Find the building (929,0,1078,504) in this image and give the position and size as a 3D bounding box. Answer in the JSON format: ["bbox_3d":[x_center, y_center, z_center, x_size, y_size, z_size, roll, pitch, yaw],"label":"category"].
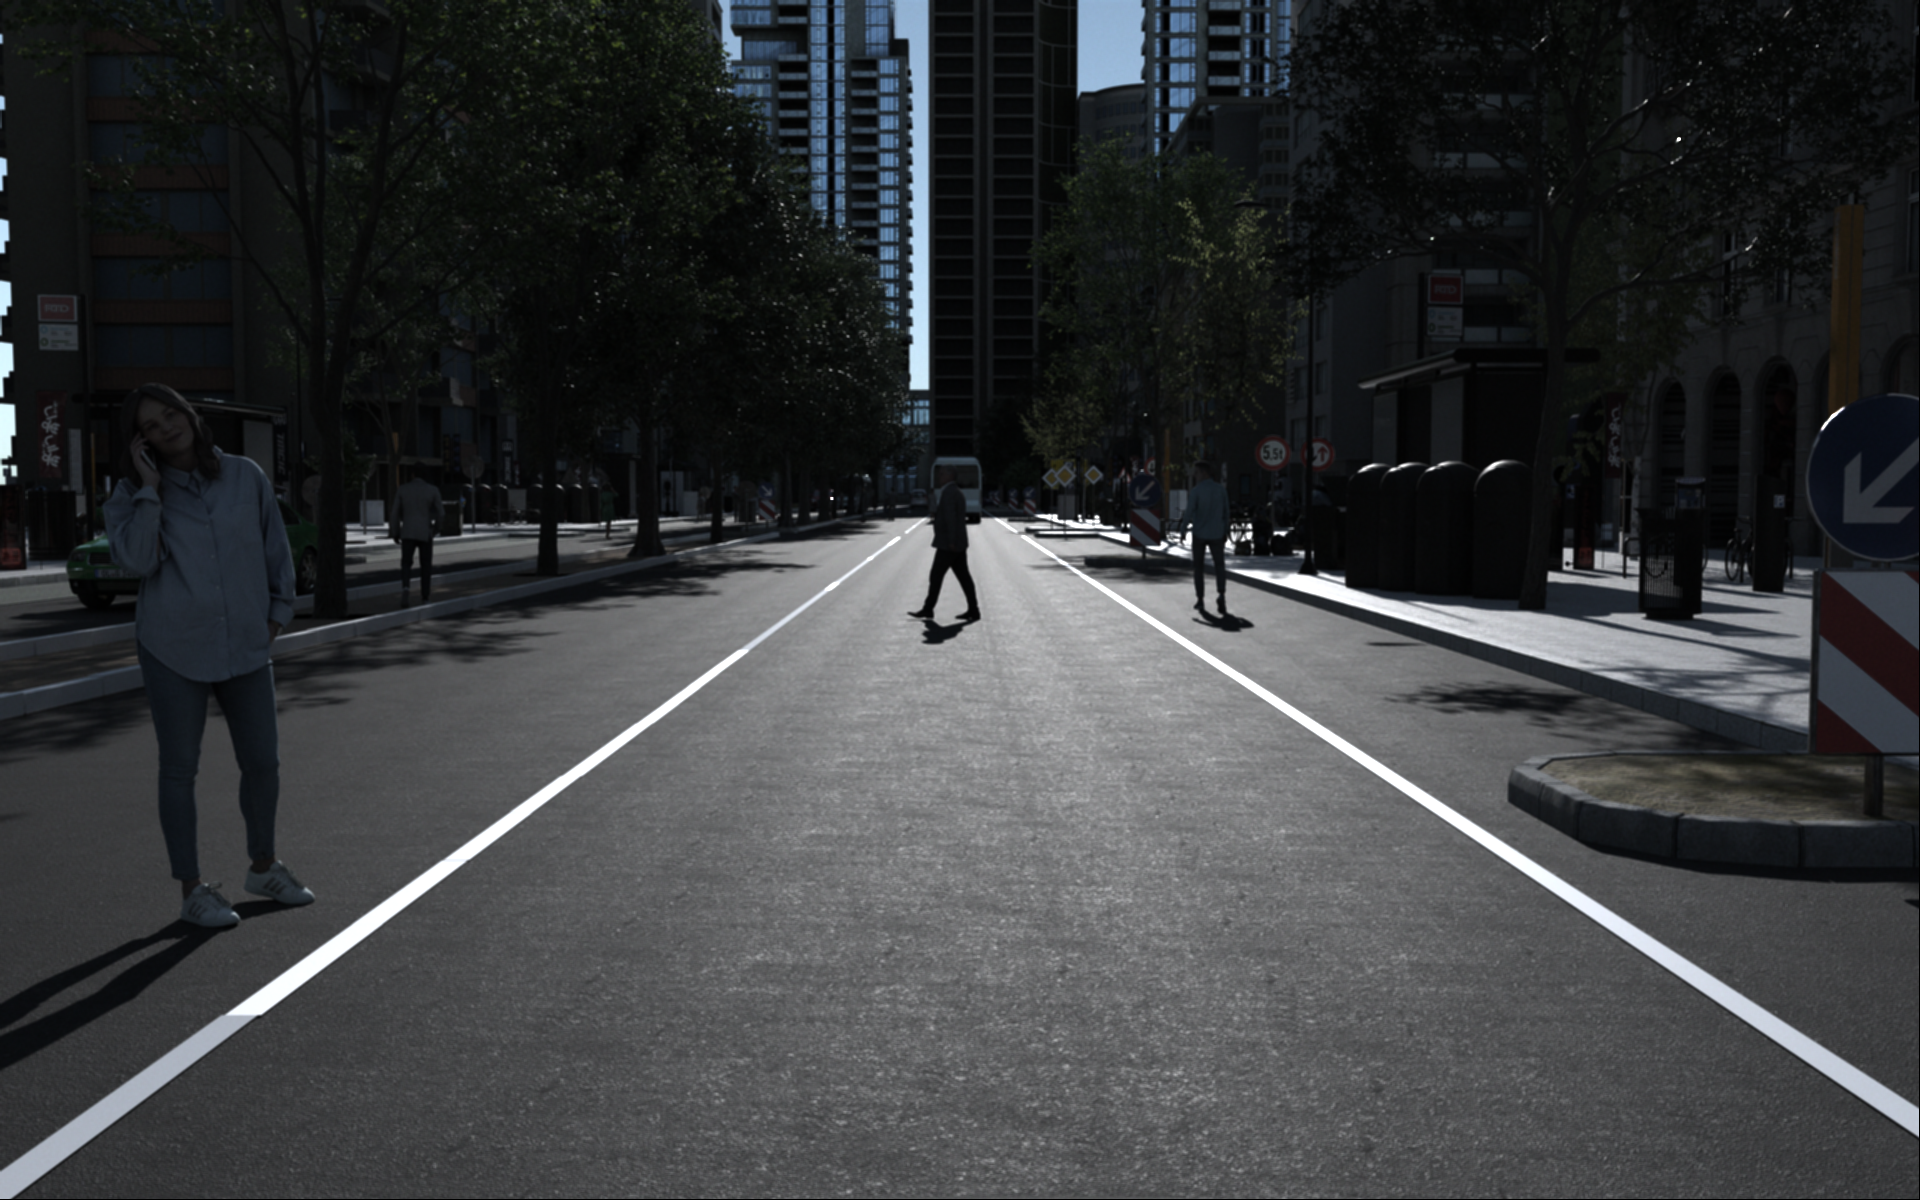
[{"bbox_3d":[6.066,-49.248,243.454,20.611,71.187,20.563,0,3,0],"label":"building"}]

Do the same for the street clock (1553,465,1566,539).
[{"bbox_3d":[15.148,-2.381,43.503,0.471,2.002,0.358,2,4,30],"label":"street clock"}]

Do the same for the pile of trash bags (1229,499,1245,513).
[{"bbox_3d":[12.275,-4.307,80.170,1.912,1.369,3.447,-3,4,-36],"label":"pile of trash bags"}]

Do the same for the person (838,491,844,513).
[{"bbox_3d":[-8.992,-7.440,130.481,0.374,1.781,0.599,-2,4,-34],"label":"person"}]

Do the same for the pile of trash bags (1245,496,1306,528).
[{"bbox_3d":[12.988,-3.466,66.415,3.447,1.369,1.912,0,4,-7],"label":"pile of trash bags"}]

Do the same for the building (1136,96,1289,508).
[{"bbox_3d":[32.767,-28.765,162.192,32.217,40.220,23.993,0,3,0],"label":"building"}]

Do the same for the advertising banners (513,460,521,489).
[{"bbox_3d":[-22.613,-5.773,90.577,0.090,3.025,2.074,2,4,30],"label":"advertising banners"}]

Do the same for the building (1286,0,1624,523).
[{"bbox_3d":[23.701,-24.348,81.678,14.086,41.232,14.154,0,3,0],"label":"building"}]

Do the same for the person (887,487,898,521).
[{"bbox_3d":[-3.646,-5.206,93.823,0.606,1.804,0.583,0,4,-3],"label":"person"}]

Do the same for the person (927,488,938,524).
[{"bbox_3d":[-1.303,-4.565,83.892,0.466,1.731,0.760,-3,5,-42],"label":"person"}]

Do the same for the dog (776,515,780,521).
[{"bbox_3d":[-8.975,-4.141,86.996,0.540,0.507,0.406,-3,4,-36],"label":"dog"}]

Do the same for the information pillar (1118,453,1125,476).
[{"bbox_3d":[9.179,-6.536,98.224,0.504,3.616,0.183,3,4,36],"label":"information pillar"}]

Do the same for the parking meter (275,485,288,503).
[{"bbox_3d":[-19.581,-2.542,49.968,0.372,1.533,0.369,0,3,0],"label":"parking meter"}]

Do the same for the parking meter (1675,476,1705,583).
[{"bbox_3d":[10.167,-0.962,24.148,0.372,1.533,0.369,0,3,0],"label":"parking meter"}]

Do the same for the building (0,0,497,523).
[{"bbox_3d":[-35.874,-26.581,89.228,22.147,44.769,28.867,0,3,0],"label":"building"}]

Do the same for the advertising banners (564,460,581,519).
[{"bbox_3d":[-20.011,-5.575,87.335,2.074,3.025,0.090,0,4,-8],"label":"advertising banners"}]

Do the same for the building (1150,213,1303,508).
[{"bbox_3d":[28.747,-16.890,121.198,27.650,21.520,28.899,0,3,0],"label":"building"}]

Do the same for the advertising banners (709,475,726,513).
[{"bbox_3d":[-16.832,-7.429,117.656,2.074,3.025,0.090,0,4,1],"label":"advertising banners"}]

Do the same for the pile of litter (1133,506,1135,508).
[{"bbox_3d":[12.178,-6.830,125.638,1.176,0.858,1.719,2,4,33],"label":"pile of litter"}]

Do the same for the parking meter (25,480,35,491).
[{"bbox_3d":[-39.520,-4.152,73.600,0.399,1.863,0.255,-2,4,-30],"label":"parking meter"}]

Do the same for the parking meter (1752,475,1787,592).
[{"bbox_3d":[10.644,-0.878,22.773,0.372,1.533,0.369,0,3,0],"label":"parking meter"}]

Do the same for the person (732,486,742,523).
[{"bbox_3d":[-11.122,-4.811,86.963,0.655,1.846,0.447,-1,4,-17],"label":"person"}]

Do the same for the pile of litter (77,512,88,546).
[{"bbox_3d":[-21.484,-1.700,41.767,1.176,0.858,1.719,-2,4,-29],"label":"pile of litter"}]

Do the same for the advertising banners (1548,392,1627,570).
[{"bbox_3d":[10.620,-2.035,29.466,2.074,3.025,0.090,-2,4,-29],"label":"advertising banners"}]

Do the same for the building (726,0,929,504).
[{"bbox_3d":[-19.740,-56.967,244.074,31.000,86.520,22.319,0,3,0],"label":"building"}]

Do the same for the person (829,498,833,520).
[{"bbox_3d":[-7.195,-4.979,94.926,0.505,1.210,0.382,1,4,13],"label":"person"}]

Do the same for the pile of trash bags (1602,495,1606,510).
[{"bbox_3d":[16.305,-2.341,48.031,3.447,1.369,1.912,-1,4,-15],"label":"pile of trash bags"}]

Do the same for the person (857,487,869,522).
[{"bbox_3d":[-4.948,-4.874,88.295,0.694,1.812,0.767,3,5,41],"label":"person"}]

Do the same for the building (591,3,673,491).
[{"bbox_3d":[-37.649,-51.469,154.195,22.319,86.520,31.000,0,3,0],"label":"building"}]

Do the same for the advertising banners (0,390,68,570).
[{"bbox_3d":[-16.059,-2.017,29.173,2.074,3.025,0.090,0,4,-4],"label":"advertising banners"}]

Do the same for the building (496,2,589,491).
[{"bbox_3d":[-33.652,-26.616,118.759,14.154,41.232,14.086,0,3,0],"label":"building"}]

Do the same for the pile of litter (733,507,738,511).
[{"bbox_3d":[-17.266,-7.346,134.076,1.719,0.858,1.176,-1,4,-22],"label":"pile of litter"}]

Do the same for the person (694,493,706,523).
[{"bbox_3d":[-12.969,-4.608,86.435,0.523,1.515,0.503,3,4,36],"label":"person"}]

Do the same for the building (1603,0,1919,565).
[{"bbox_3d":[23.156,-11.739,33.731,13.314,21.916,24.055,0,3,0],"label":"building"}]

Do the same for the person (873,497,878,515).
[{"bbox_3d":[-5.915,-6.597,121.027,0.373,1.253,0.362,0,4,7],"label":"person"}]

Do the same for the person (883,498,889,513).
[{"bbox_3d":[-5.350,-7.047,129.211,0.738,1.151,1.012,2,4,30],"label":"person"}]

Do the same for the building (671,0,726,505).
[{"bbox_3d":[-41.077,-39.884,194.107,28.212,58.520,21.231,0,3,0],"label":"building"}]

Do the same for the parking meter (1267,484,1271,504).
[{"bbox_3d":[18.628,-6.010,103.981,0.399,1.863,0.255,-1,4,-23],"label":"parking meter"}]

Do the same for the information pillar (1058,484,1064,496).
[{"bbox_3d":[5.503,-5.423,93.157,0.304,2.012,0.304,-2,4,-35],"label":"information pillar"}]

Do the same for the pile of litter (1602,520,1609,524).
[{"bbox_3d":[27.335,-3.718,74.754,1.176,0.858,1.719,0,4,2],"label":"pile of litter"}]

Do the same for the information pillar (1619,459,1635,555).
[{"bbox_3d":[14.103,-1.959,36.523,0.304,2.012,0.304,1,4,9],"label":"information pillar"}]

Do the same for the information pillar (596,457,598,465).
[{"bbox_3d":[-22.718,-7.114,107.663,0.504,3.616,0.183,-1,4,-19],"label":"information pillar"}]

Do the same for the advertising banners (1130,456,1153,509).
[{"bbox_3d":[8.639,-5.079,79.229,2.074,3.025,0.090,-2,4,-26],"label":"advertising banners"}]

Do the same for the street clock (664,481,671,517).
[{"bbox_3d":[-16.495,-5.698,97.729,0.358,2.002,0.471,-2,4,-29],"label":"street clock"}]

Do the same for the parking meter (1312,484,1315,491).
[{"bbox_3d":[8.723,-2.059,42.084,0.372,1.533,0.369,0,3,0],"label":"parking meter"}]

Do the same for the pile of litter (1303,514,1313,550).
[{"bbox_3d":[8.186,-1.596,40.059,1.719,0.858,1.176,0,4,-7],"label":"pile of litter"}]

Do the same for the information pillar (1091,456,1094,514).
[{"bbox_3d":[8.173,-7.084,107.174,0.183,3.616,0.504,0,4,-7],"label":"information pillar"}]

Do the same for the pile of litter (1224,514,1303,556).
[{"bbox_3d":[6.259,-1.373,36.407,1.719,0.858,1.176,1,4,12],"label":"pile of litter"}]

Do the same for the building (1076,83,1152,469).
[{"bbox_3d":[30.476,-42.999,245.030,28.212,58.520,21.231,0,3,0],"label":"building"}]

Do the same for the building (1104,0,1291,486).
[{"bbox_3d":[28.295,-53.550,188.220,22.319,86.520,31.000,0,3,0],"label":"building"}]

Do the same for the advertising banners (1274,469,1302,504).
[{"bbox_3d":[19.110,-6.376,100.439,2.074,3.025,0.090,1,4,9],"label":"advertising banners"}]
